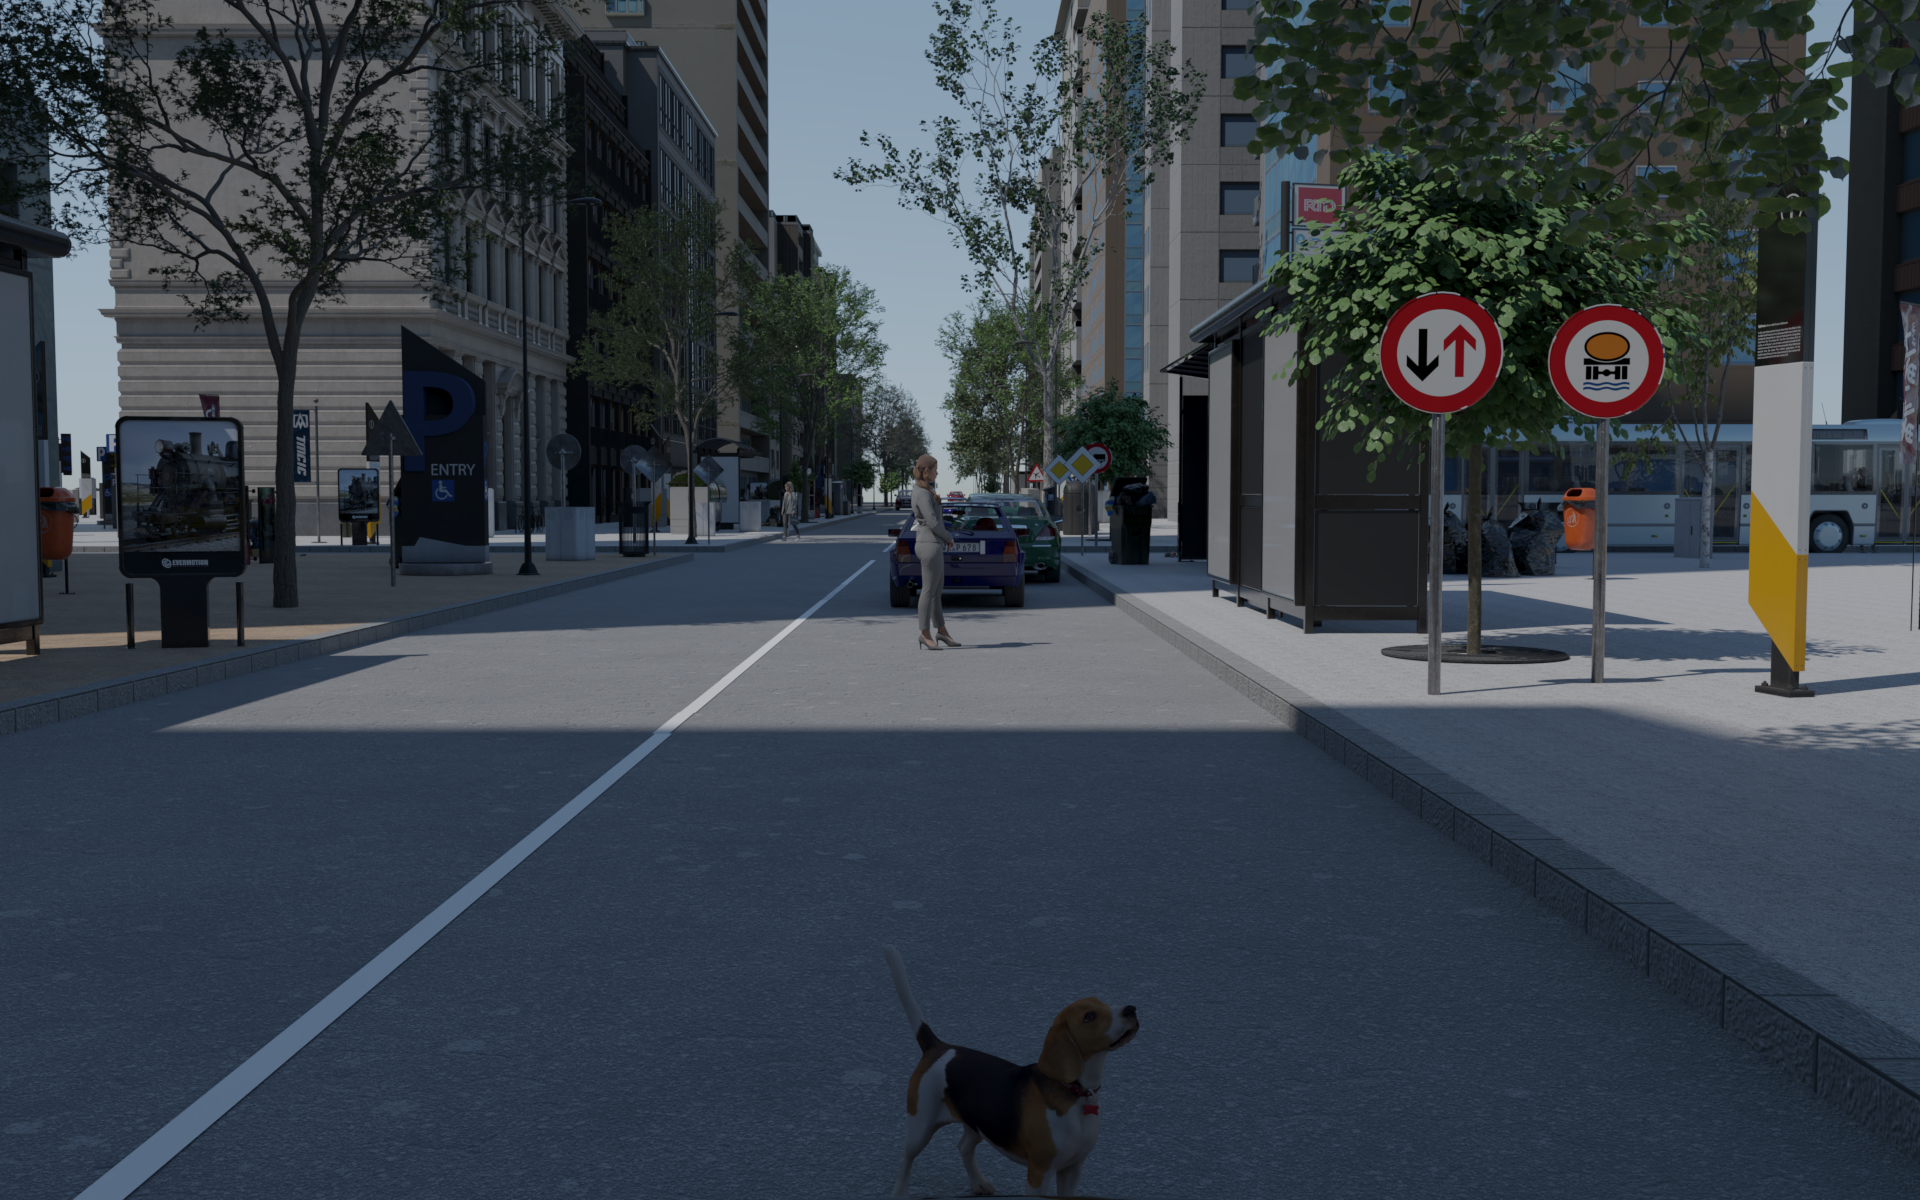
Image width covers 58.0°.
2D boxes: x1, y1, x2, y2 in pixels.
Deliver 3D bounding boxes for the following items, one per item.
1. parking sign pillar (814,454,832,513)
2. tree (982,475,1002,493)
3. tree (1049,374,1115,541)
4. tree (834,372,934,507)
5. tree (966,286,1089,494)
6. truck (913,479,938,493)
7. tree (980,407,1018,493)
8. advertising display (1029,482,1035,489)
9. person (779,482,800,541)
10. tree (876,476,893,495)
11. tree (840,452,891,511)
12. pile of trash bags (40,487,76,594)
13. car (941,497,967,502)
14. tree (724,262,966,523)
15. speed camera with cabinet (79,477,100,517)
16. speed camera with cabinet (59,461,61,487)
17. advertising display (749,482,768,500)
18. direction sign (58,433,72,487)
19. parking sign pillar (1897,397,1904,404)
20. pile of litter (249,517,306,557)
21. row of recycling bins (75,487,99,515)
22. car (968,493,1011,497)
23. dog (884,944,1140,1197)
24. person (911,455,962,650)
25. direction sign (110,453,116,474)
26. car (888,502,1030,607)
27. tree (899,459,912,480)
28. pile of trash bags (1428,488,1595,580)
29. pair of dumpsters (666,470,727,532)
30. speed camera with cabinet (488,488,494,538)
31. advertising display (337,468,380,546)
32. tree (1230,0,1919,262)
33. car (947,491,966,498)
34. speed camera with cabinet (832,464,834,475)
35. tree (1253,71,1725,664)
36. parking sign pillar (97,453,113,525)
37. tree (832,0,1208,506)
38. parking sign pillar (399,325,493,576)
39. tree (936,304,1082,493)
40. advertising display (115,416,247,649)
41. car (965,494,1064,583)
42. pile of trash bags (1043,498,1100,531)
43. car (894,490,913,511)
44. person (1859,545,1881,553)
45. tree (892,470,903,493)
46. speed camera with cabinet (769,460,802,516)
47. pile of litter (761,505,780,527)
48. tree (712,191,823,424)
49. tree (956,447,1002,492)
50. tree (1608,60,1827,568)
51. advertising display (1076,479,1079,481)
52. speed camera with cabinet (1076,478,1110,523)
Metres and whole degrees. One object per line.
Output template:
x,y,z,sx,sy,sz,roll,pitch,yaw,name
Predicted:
-9.040,-7.776,115.604,1.447,3.967,1.447,-1,4,-13,parking sign pillar
3.739,-12.967,206.603,1.663,3.219,1.824,0,3,0,tree
4.227,-3.906,47.570,4.285,4.588,4.351,0,3,0,tree
-7.667,-16.178,174.885,12.009,13.543,11.850,0,3,0,tree
2.765,-9.920,87.944,9.928,11.665,9.643,0,3,0,tree
-4.147,-13.783,215.116,2.967,4.110,18.799,0,3,0,truck
2.982,-11.300,135.114,4.360,8.622,3.978,0,3,0,tree
3.948,-5.486,94.904,0.123,1.923,0.974,0,4,-8,advertising display
-5.103,-2.683,52.544,0.728,1.800,0.709,-3,5,-45,person
-7.398,-10.490,166.119,1.663,3.219,1.824,0,3,0,tree
-7.682,-9.240,134.782,4.285,4.588,4.351,0,3,0,tree
-12.877,-0.757,22.128,3.447,1.369,1.912,0,4,8,pile of trash bags
-0.315,-2.620,55.420,1.945,1.354,3.894,0,3,0,car
-6.742,-9.231,76.687,9.928,11.665,9.643,0,3,0,tree
-47.911,-6.237,96.312,0.660,3.252,2.038,2,4,24,speed camera with cabinet
-24.702,-3.155,45.924,2.038,3.252,0.660,2,4,30,speed camera with cabinet
-10.702,-5.315,92.116,0.974,1.923,0.123,-1,4,-14,advertising display
-33.583,-4.439,64.578,0.876,3.537,0.379,-2,4,-34,direction sign
26.415,-3.625,47.747,1.447,3.967,1.447,-3,4,-36,parking sign pillar
-14.276,-1.320,35.542,1.719,0.858,1.176,-1,4,-23,pile of litter
-53.405,-6.074,106.419,1.069,1.692,3.534,0,4,1,row of recycling bins
0.864,-2.378,47.679,1.959,1.807,4.718,0,4,-1,car
0.083,0.974,3.364,0.540,0.507,0.406,1,4,8,dog
-0.186,-0.439,15.952,0.573,1.790,0.520,-1,4,-22,person
-33.411,-4.714,69.067,0.876,3.537,0.379,0,4,-6,direction sign
-0.021,-0.655,23.290,1.945,1.354,3.894,0,4,1,car
-8.389,-21.073,278.961,7.601,10.594,8.767,-2,4,-35,tree
8.723,-1.062,27.122,1.912,1.369,3.447,-2,4,-24,pile of trash bags
-8.826,-3.398,58.047,1.574,2.255,4.437,0,4,0,pair of dumpsters
-14.665,-3.431,50.436,2.038,3.252,0.660,-3,4,-36,speed camera with cabinet
-14.958,-2.317,43.094,0.974,1.923,0.123,-1,4,-23,advertising display
4.008,-5.313,4.992,7.486,12.596,7.792,0,3,0,tree
-0.470,-12.093,206.389,2.281,1.827,5.304,0,3,0,car
-8.198,-7.257,112.995,0.660,3.252,2.038,0,4,4,speed camera with cabinet
4.042,-1.833,13.681,4.285,4.588,4.351,0,3,0,tree
-35.417,-5.142,72.543,1.447,3.967,1.447,0,4,-2,parking sign pillar
2.042,-12.781,64.866,12.611,20.169,13.585,0,3,0,tree
-8.239,-2.397,27.668,1.447,3.967,1.447,0,4,-7,parking sign pillar
2.832,-11.480,104.708,9.611,12.733,9.660,0,3,0,tree
-6.473,-0.564,14.429,0.974,1.923,0.123,-1,4,-15,advertising display
0.727,-1.078,29.429,2.131,1.459,4.920,0,4,0,car
4.465,-3.107,60.550,3.447,1.369,1.912,0,4,4,pile of trash bags
-4.614,-8.763,151.946,2.281,1.827,5.304,0,4,0,car
21.831,-2.005,41.460,0.526,1.800,0.537,2,4,24,person
-8.651,-14.184,215.616,4.285,4.588,4.351,0,3,0,tree
-10.171,-6.585,101.993,2.038,3.252,0.660,1,4,12,speed camera with cabinet
-7.554,-3.362,68.937,1.176,0.858,1.719,-2,4,-23,pile of litter
-7.755,-7.128,50.960,8.767,10.594,7.601,1,4,15,tree
3.047,-17.429,219.369,7.601,10.594,8.767,3,4,39,tree
12.876,-4.873,30.034,4.737,8.622,4.395,0,3,0,tree
5.108,-4.214,74.107,0.123,1.923,0.974,1,4,15,advertising display
6.038,-5.020,76.416,2.038,3.252,0.660,-3,4,-36,speed camera with cabinet
